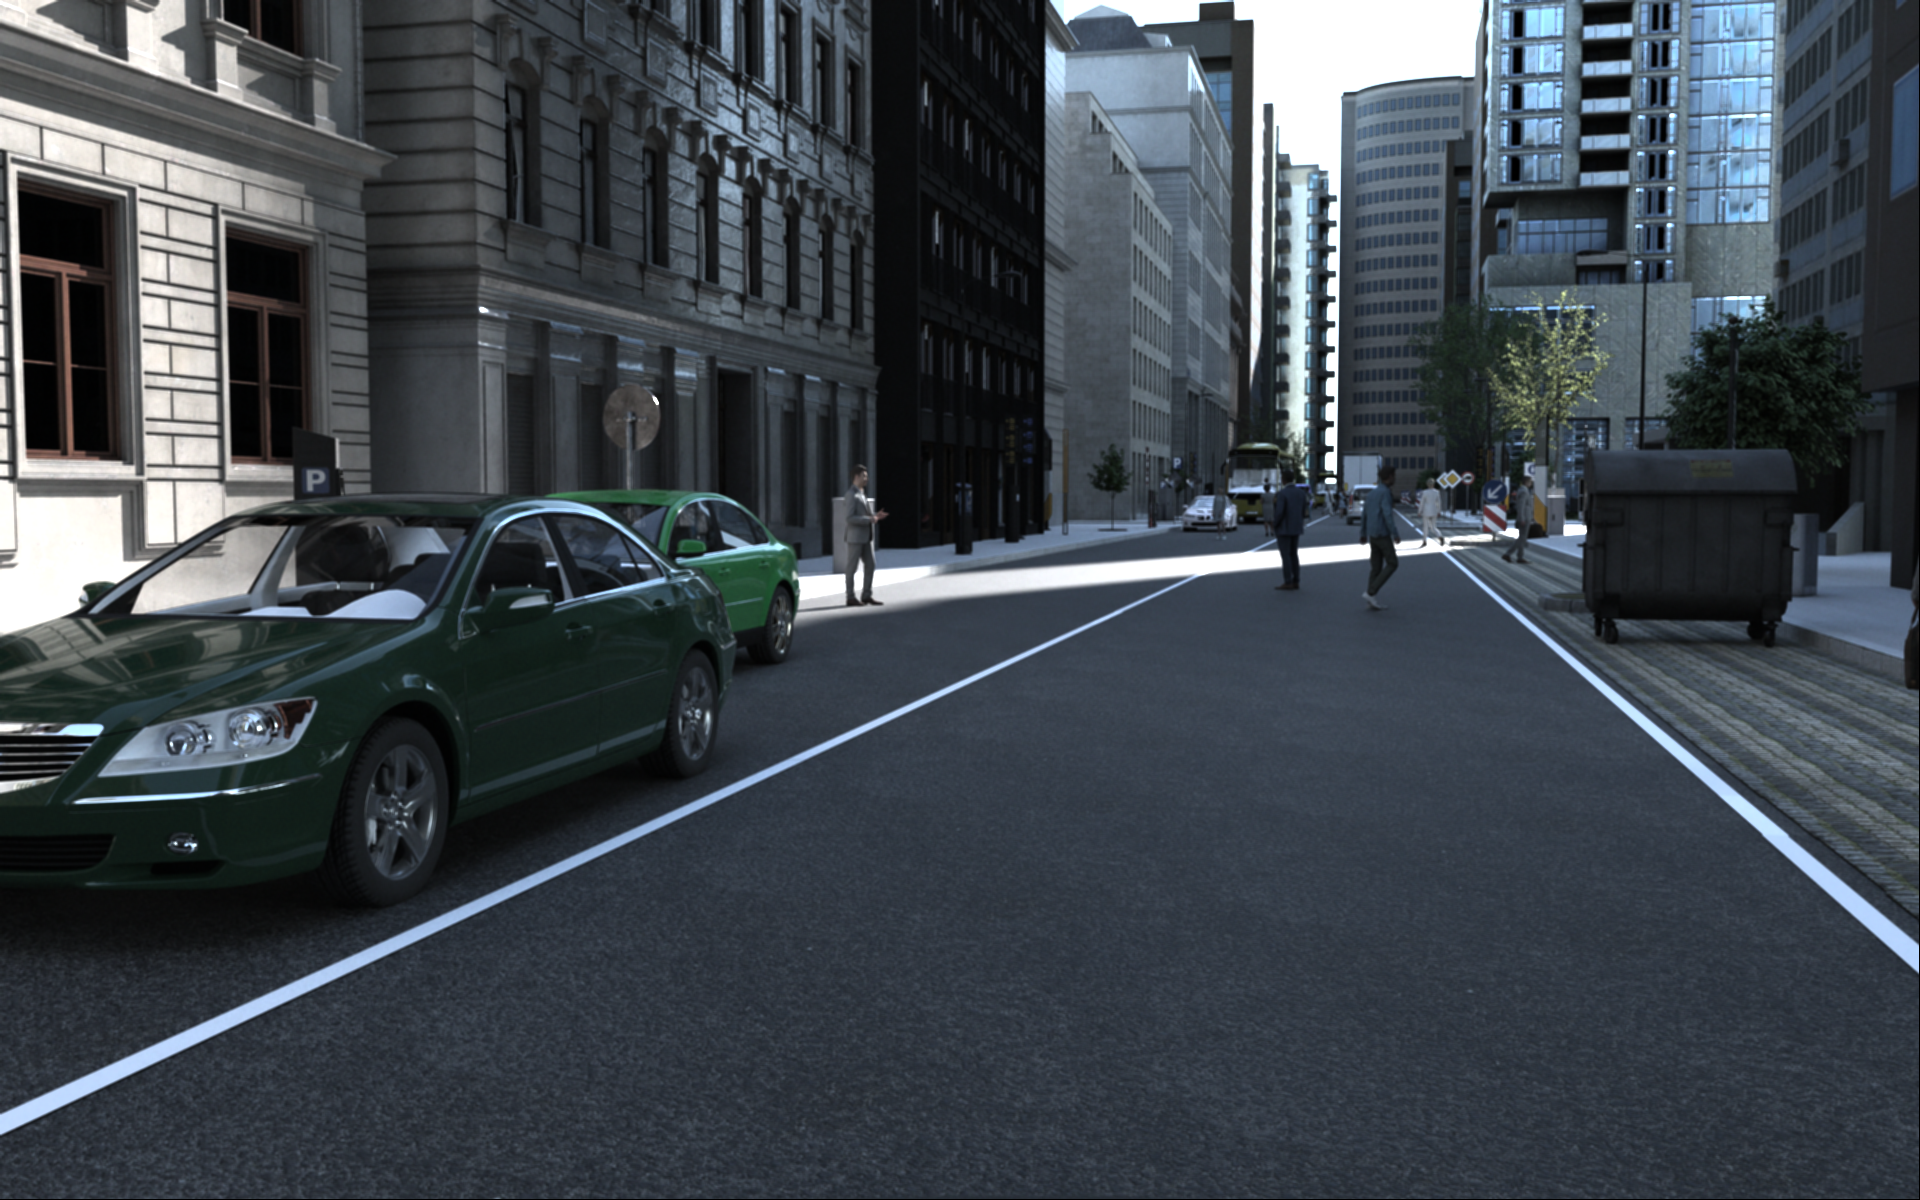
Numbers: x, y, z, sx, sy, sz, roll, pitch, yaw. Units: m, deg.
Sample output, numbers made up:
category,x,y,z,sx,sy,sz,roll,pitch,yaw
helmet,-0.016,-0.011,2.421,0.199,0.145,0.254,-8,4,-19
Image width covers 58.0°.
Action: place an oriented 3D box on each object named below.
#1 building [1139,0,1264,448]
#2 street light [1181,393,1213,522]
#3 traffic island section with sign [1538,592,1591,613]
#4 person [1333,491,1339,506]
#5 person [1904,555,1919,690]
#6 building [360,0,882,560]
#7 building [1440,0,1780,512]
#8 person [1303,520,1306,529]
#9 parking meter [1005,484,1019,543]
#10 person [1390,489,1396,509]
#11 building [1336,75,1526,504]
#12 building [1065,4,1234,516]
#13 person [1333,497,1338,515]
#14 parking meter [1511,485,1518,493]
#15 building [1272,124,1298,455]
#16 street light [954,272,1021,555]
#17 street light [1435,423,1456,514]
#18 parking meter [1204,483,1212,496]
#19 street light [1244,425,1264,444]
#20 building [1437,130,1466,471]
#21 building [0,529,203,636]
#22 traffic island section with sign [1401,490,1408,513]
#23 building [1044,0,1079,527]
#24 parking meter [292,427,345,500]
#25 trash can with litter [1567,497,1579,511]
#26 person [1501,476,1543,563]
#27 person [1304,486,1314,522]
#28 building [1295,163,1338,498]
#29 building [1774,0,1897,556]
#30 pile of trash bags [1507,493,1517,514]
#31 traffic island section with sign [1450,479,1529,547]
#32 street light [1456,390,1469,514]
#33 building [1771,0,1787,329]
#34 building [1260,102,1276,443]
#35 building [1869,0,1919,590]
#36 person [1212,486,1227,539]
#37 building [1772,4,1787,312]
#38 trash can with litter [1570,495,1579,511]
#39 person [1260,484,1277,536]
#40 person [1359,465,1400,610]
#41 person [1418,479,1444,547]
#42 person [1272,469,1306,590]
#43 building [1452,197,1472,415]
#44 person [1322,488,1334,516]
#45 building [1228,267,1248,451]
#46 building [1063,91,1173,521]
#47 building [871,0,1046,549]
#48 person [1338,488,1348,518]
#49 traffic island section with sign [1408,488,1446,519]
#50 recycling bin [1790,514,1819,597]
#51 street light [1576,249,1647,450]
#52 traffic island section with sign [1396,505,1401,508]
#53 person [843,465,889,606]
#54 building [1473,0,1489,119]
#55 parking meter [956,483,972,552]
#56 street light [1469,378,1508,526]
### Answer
category,x,y,z,sx,sy,sz,roll,pitch,yaw
building,20.962,-31.374,163.079,14.600,45.320,14.200,1,4,13
street light,10.989,-6.577,80.075,1.470,5.913,1.316,1,4,13
traffic island section with sign,8.241,-0.780,21.385,1.989,1.847,2.006,1,4,13
person,37.620,-10.011,172.900,1.217,1.735,0.721,-2,4,-28
person,4.884,0.027,8.185,0.709,1.813,0.853,1,4,20
building,-8.466,-11.117,30.911,9.793,20.994,18.267,1,4,13
building,49.076,-50.030,130.657,22.319,86.520,31.000,1,4,13
person,13.787,-3.676,70.405,0.589,1.601,0.330,0,4,-5
parking meter,1.375,-2.287,45.797,0.372,1.533,0.369,0,3,0
person,31.875,-7.324,128.234,0.794,1.824,0.713,-2,4,-24
building,67.156,-42.780,241.457,28.212,58.520,21.231,1,4,13
building,11.109,-20.567,113.755,11.434,29.767,29.804,1,4,13
person,25.818,-6.484,119.190,0.332,1.250,0.352,-1,4,-14
parking meter,36.303,-6.587,113.413,0.399,1.863,0.255,0,4,5
building,25.583,-36.514,216.612,30.456,49.044,23.786,1,4,13
street light,0.592,-3.907,36.422,1.470,5.913,1.316,1,4,13
street light,31.932,-8.640,113.802,1.470,5.913,1.316,1,4,13
parking meter,12.793,-5.117,89.367,0.399,1.863,0.255,3,5,41
street light,19.759,-8.833,116.955,1.470,5.913,1.316,1,4,13
building,66.248,-34.397,212.503,14.600,45.320,14.200,1,4,13
building,-14.253,-10.745,11.845,11.583,22.565,21.152,1,4,13
traffic island section with sign,33.932,-7.324,128.376,1.989,1.847,2.006,1,4,13
building,-7.864,-17.135,67.541,23.554,28.519,14.401,1,4,13
parking meter,-5.605,-0.579,15.175,0.399,1.863,0.255,-1,4,-13
trash can with litter,36.037,-5.528,101.772,1.055,1.170,0.624,0,4,7
person,11.619,-1.654,35.669,0.853,1.813,0.709,0,4,8
person,17.585,-4.854,87.842,0.713,1.824,0.794,-1,4,-21
building,38.815,-38.569,250.215,30.456,49.044,23.786,1,4,13
building,33.693,-21.269,39.622,32.217,40.220,23.993,1,4,13
pile of trash bags,33.965,-5.839,105.227,1.912,1.369,3.447,0,4,4
traffic island section with sign,14.537,-2.385,47.625,1.989,1.847,2.006,1,4,13
street light,23.112,-6.410,77.338,1.470,5.913,1.316,1,4,13
building,88.608,-46.805,203.509,20.611,71.187,20.563,1,4,13
building,24.669,-30.196,177.305,14.154,41.232,14.086,1,4,13
building,17.721,-22.295,14.632,14.600,45.320,14.200,1,4,13
person,8.257,-2.780,54.955,0.512,1.701,0.522,2,4,31
building,56.081,-28.372,83.493,30.456,49.044,23.786,1,4,13
trash can with litter,30.713,-4.684,87.636,2.233,1.210,1.678,1,4,20
person,10.568,-3.066,58.988,0.716,1.782,0.532,0,4,3
person,5.166,-0.767,21.391,0.444,1.785,0.601,0,4,-7
person,12.604,-2.318,46.285,0.514,1.842,0.818,-2,4,-29
person,4.946,-1.058,25.973,0.721,1.800,0.419,-3,5,-43
building,55.347,-24.311,169.189,14.160,30.474,14.107,1,4,13
person,24.161,-6.441,113.695,0.514,1.842,0.818,-3,5,-43
building,15.758,-18.295,140.929,13.314,21.916,24.055,1,4,13
building,5.032,-14.481,91.521,10.420,20.320,16.860,1,4,13
building,-5.118,-13.403,48.825,12.332,23.373,15.834,1,4,13
person,22.844,-5.793,103.312,0.616,1.811,0.778,1,4,17
traffic island section with sign,27.513,-5.690,101.658,1.989,1.847,2.006,1,4,13
recycling bin,10.434,-0.578,22.012,0.722,1.027,0.722,3,5,40
street light,12.380,-3.690,32.881,1.470,5.913,1.316,1,4,13
traffic island section with sign,45.537,-10.279,176.688,1.989,1.847,2.006,1,4,13
person,-1.219,-0.825,22.194,0.583,1.804,0.606,1,4,10
building,53.044,-30.833,154.234,14.600,45.320,14.200,1,4,13
parking meter,0.087,-1.815,38.086,0.372,1.533,0.369,0,3,0
street light,21.281,-5.931,69.516,1.470,5.913,1.316,1,4,13
